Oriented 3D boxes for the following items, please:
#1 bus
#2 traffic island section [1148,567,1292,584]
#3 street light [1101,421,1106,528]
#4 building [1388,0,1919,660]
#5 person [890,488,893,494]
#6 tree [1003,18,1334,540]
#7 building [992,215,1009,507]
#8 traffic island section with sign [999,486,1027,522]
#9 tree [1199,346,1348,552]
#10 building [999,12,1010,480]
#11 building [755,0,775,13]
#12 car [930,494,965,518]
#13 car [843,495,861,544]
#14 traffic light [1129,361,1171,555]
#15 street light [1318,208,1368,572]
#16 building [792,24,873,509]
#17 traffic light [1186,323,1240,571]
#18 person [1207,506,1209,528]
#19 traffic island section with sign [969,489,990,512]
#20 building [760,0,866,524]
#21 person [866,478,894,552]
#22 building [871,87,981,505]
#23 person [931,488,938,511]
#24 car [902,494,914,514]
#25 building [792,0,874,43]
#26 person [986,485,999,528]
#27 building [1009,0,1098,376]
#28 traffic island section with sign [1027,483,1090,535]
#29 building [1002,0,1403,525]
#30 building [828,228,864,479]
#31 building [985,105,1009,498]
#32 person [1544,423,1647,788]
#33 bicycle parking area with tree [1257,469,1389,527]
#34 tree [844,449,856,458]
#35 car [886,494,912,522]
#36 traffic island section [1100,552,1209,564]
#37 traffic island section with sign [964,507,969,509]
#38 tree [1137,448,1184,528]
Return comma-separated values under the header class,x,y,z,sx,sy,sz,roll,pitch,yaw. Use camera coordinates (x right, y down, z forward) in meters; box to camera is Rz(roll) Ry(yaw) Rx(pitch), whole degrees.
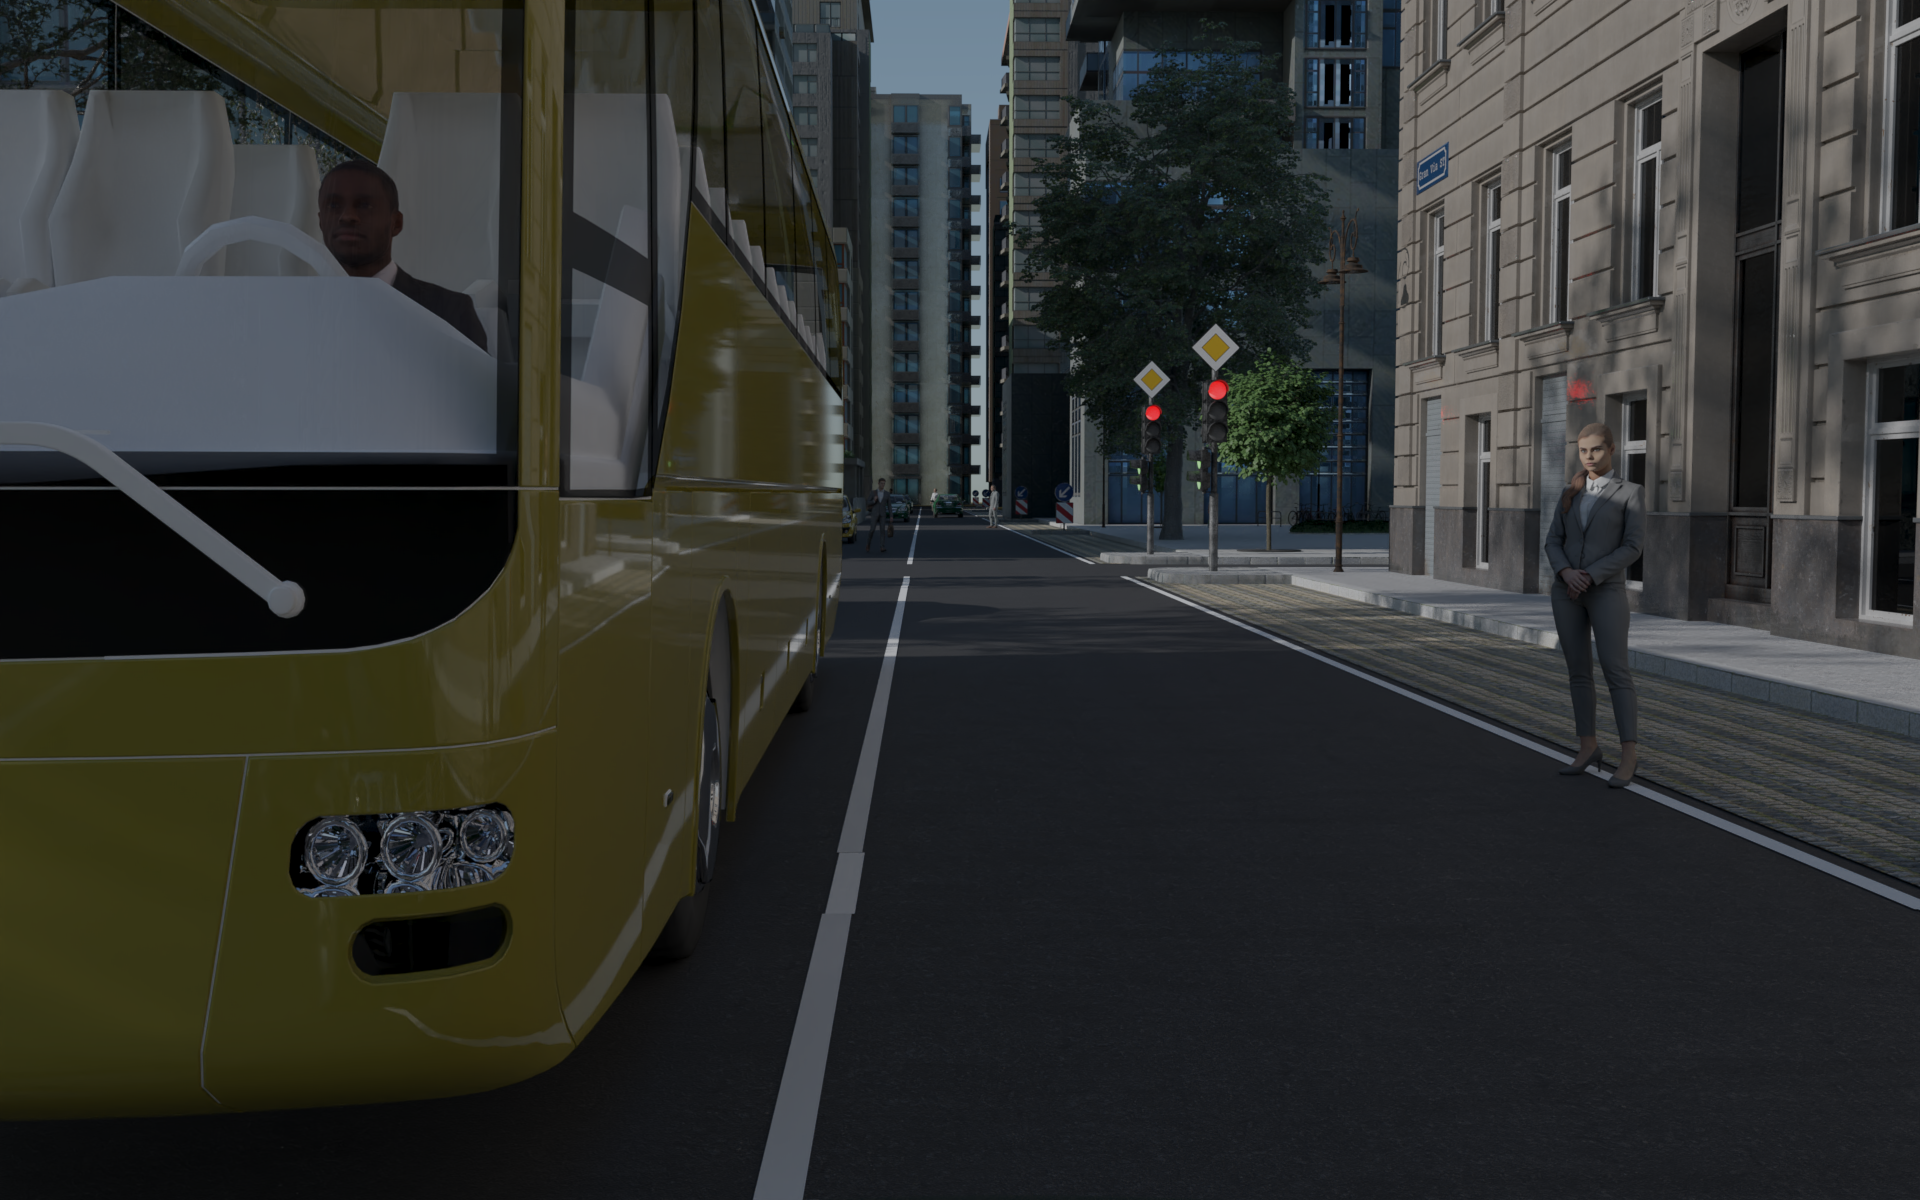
class,x,y,z,sx,sy,sz,roll,pitch,yaw
bus,-2.073,-1.039,8.529,2.896,3.916,12.252,0,4,-2
traffic island section,4.230,-0.397,28.779,2.009,0.180,2.903,0,4,-1
street light,5.496,-5.709,66.131,0.468,5.910,1.993,0,4,-1
building,12.989,-13.372,15.893,12.463,27.353,25.104,0,4,-1
person,-4.845,-6.881,121.013,0.705,1.824,1.348,-3,4,-38
tree,5.970,-8.670,48.410,9.857,13.997,8.962,0,3,0
building,10.316,-25.032,180.968,14.160,30.474,14.107,0,4,-1
traffic island section with sign,2.989,-4.888,88.552,1.989,1.847,2.006,0,4,-1
tree,6.999,-3.363,38.698,4.285,4.588,4.351,0,3,0
building,14.909,-30.775,157.798,22.147,44.769,28.867,0,4,-1
building,-17.174,-26.307,49.725,23.786,49.044,30.456,0,4,-1
car,-0.743,-5.797,106.584,2.131,1.459,4.920,0,4,-2
car,-3.927,-2.513,51.318,2.015,1.641,3.980,0,4,-2
traffic light,4.022,-2.919,36.648,0.839,4.253,0.868,0,4,-1
street light,6.234,-3.398,28.343,0.468,5.910,1.993,0,4,-1
building,-14.770,-28.400,147.940,14.154,41.232,14.086,0,4,-1
traffic light,4.189,-2.431,28.664,0.839,4.253,0.868,0,4,-1
person,9.400,-3.313,64.452,0.306,1.304,0.590,-1,4,-20
traffic island section with sign,1.942,-7.943,138.495,1.989,1.847,2.006,0,4,-1
building,-21.114,-24.139,86.546,32.217,40.220,23.993,0,4,-1
person,-1.995,-2.101,42.818,0.622,1.834,0.822,-1,4,-23
building,-12.883,-35.894,206.469,30.456,49.044,23.786,0,4,-1
person,-1.559,-6.265,111.166,0.478,1.798,0.641,3,5,42
car,-4.406,-7.064,127.296,2.131,1.459,4.920,0,4,0
building,-22.662,-35.689,172.747,27.495,52.752,28.713,0,4,-1
person,1.427,-3.929,72.847,0.391,1.810,0.635,-2,4,-30
building,11.175,-27.694,136.387,14.154,41.232,14.086,0,4,-1
traffic island section with sign,3.545,-3.240,61.603,1.989,1.847,2.006,0,4,-1
building,13.999,-47.250,85.204,22.319,86.520,31.000,0,4,-1
building,-21.426,-17.229,126.732,27.650,21.520,28.899,0,4,-1
building,10.312,-33.797,202.685,14.200,45.320,14.600,0,4,-1
person,3.166,0.005,8.699,0.520,1.790,0.573,2,4,31
bicycle parking area with tree,16.186,-4.892,66.985,8.231,4.147,9.016,0,4,-7
tree,-7.825,-7.547,107.106,4.285,4.588,4.351,0,3,0
car,-3.525,-4.740,89.294,2.131,1.459,4.920,0,4,-1
traffic island section,4.063,-0.886,36.762,2.009,0.180,2.903,0,4,-1
traffic island section with sign,1.366,-9.610,165.755,1.989,1.847,2.006,0,4,-1
tree,7.461,-4.331,65.412,1.663,3.219,1.824,0,3,0
